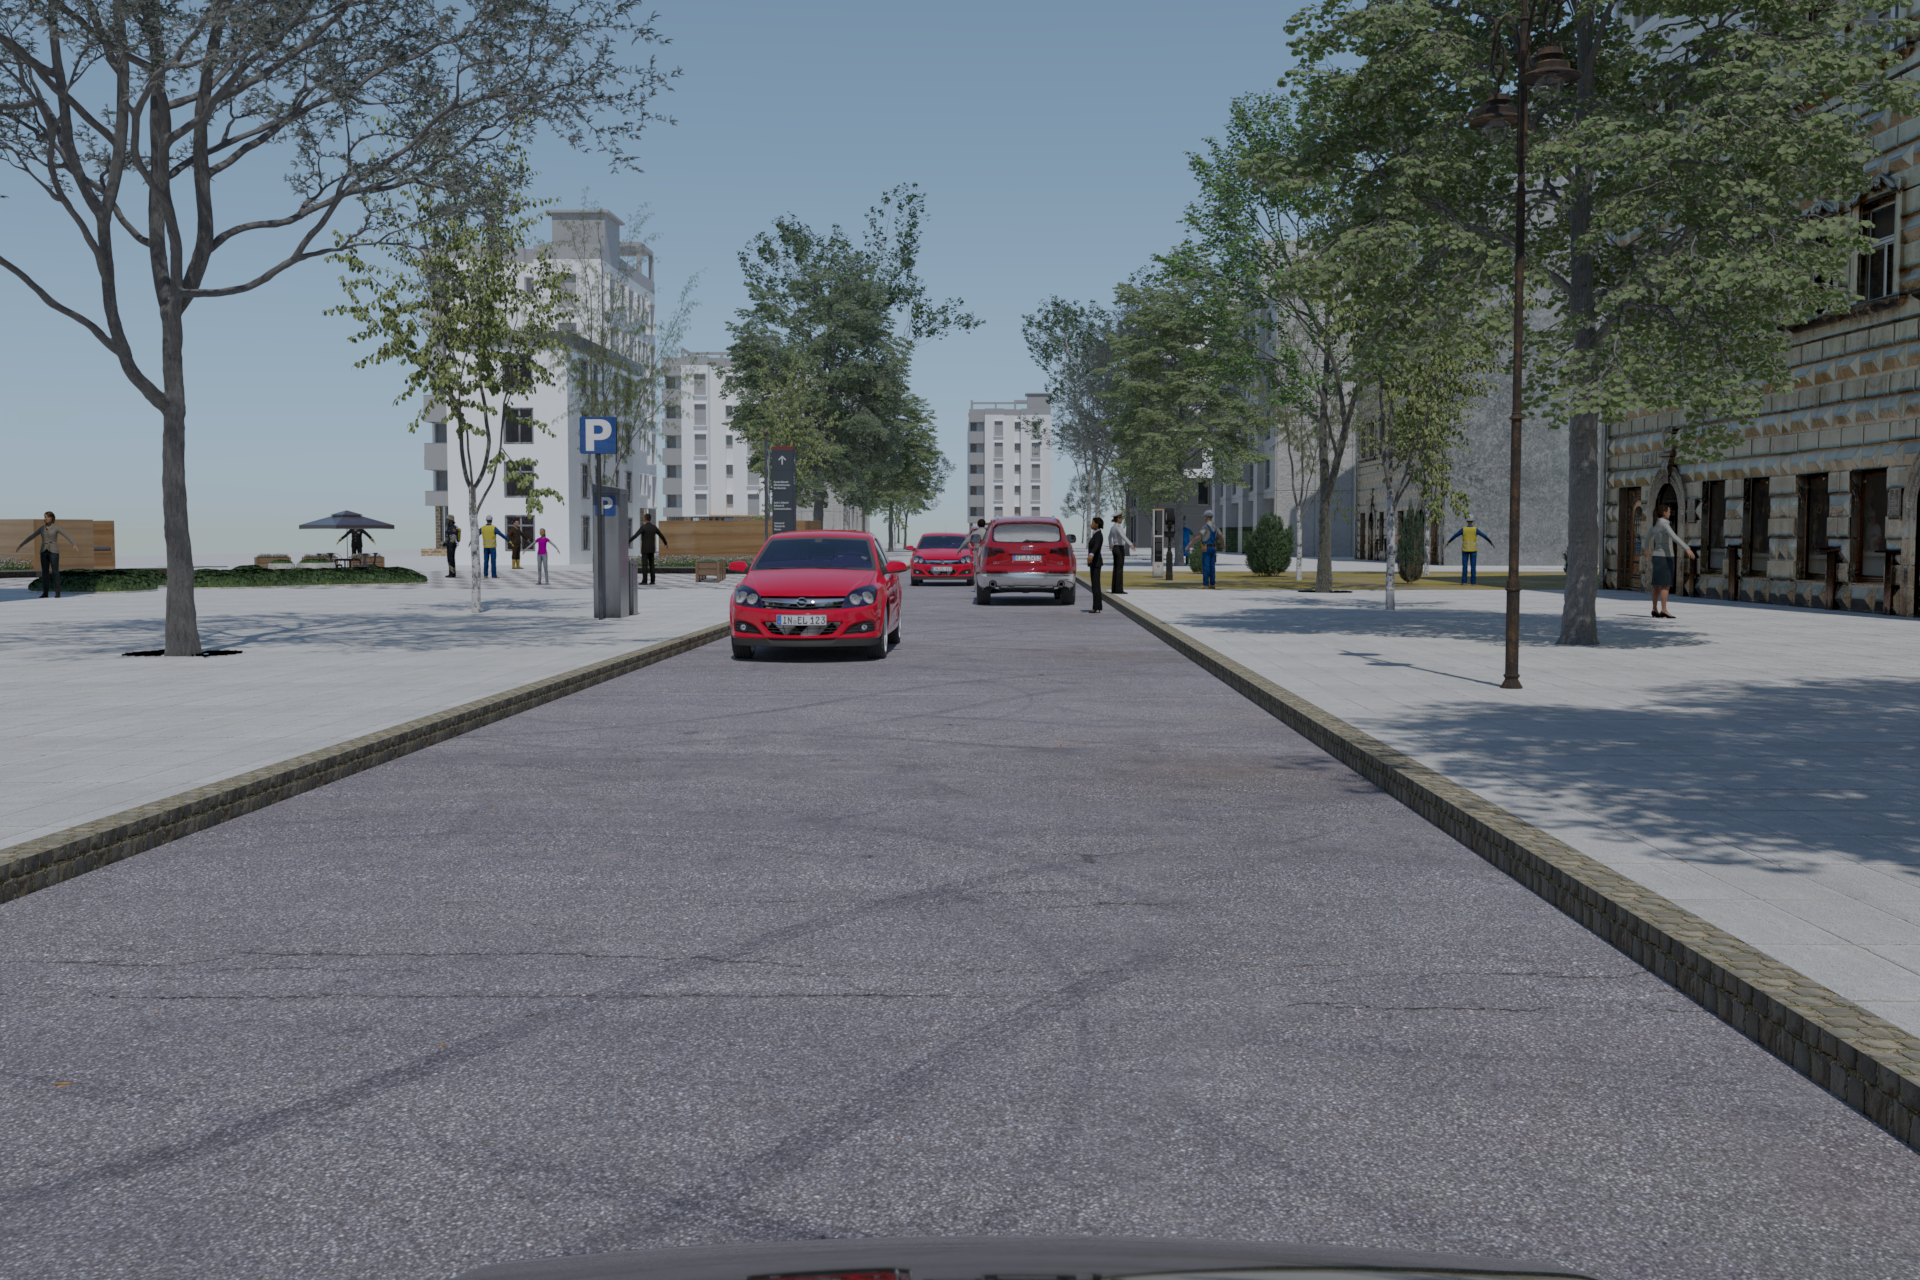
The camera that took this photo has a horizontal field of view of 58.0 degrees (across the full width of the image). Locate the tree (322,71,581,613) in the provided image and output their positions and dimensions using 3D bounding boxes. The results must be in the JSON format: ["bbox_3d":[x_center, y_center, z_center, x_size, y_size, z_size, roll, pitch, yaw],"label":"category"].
[{"bbox_3d":[-7.885,-4.731,27.721,4.737,8.622,4.395,0,3,0],"label":"tree"}]

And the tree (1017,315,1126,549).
[{"bbox_3d":[11.170,-17.714,145.519,12.611,20.169,13.585,0,3,0],"label":"tree"}]

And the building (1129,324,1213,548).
[{"bbox_3d":[30.695,-20.183,173.967,27.936,21.610,32.646,0,4,2],"label":"building"}]

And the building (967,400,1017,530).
[{"bbox_3d":[1.348,-23.056,235.842,11.380,20.090,16.016,0,4,-1],"label":"building"}]

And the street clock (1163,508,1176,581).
[{"bbox_3d":[5.785,-2.646,47.831,0.358,2.002,0.471,0,4,2],"label":"street clock"}]

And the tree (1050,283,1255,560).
[{"bbox_3d":[9.477,-10.659,84.646,12.009,13.543,11.850,0,3,0],"label":"tree"}]

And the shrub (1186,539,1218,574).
[{"bbox_3d":[7.767,-2.716,55.527,1.383,1.207,1.383,0,3,0],"label":"shrub"}]

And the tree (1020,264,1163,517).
[{"bbox_3d":[10.909,-16.249,121.559,12.611,20.169,13.585,0,3,0],"label":"tree"}]

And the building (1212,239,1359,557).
[{"bbox_3d":[26.599,-15.046,112.454,16.747,18.905,31.486,0,4,2],"label":"building"}]

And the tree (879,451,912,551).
[{"bbox_3d":[-5.147,-11.174,133.059,4.737,8.622,4.395,0,3,0],"label":"tree"}]

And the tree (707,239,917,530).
[{"bbox_3d":[-6.355,-10.405,76.773,9.857,13.997,8.962,0,3,0],"label":"tree"}]

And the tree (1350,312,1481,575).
[{"bbox_3d":[14.304,-6.313,53.586,4.737,8.622,4.395,0,3,0],"label":"tree"}]

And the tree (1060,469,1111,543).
[{"bbox_3d":[17.084,-18.479,236.547,7.601,10.594,8.767,0,4,6],"label":"tree"}]

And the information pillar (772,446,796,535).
[{"bbox_3d":[-5.219,-3.796,51.438,0.750,3.857,0.750,0,4,2],"label":"information pillar"}]

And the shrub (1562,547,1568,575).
[{"bbox_3d":[17.889,-2.381,50.051,1.383,1.207,1.383,0,3,0],"label":"shrub"}]

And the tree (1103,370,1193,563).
[{"bbox_3d":[8.480,-7.662,75.633,4.360,8.622,3.978,0,3,0],"label":"tree"}]

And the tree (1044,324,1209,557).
[{"bbox_3d":[9.666,-11.533,98.934,12.009,13.543,11.850,0,3,0],"label":"tree"}]

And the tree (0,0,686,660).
[{"bbox_3d":[-8.297,-6.569,17.775,12.009,13.543,11.850,0,3,0],"label":"tree"}]

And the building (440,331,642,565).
[{"bbox_3d":[-20.258,-8.783,85.748,9.099,9.664,28.070,0,4,2],"label":"building"}]

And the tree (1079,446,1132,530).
[{"bbox_3d":[10.140,-9.678,108.592,4.360,8.622,3.978,0,3,0],"label":"tree"}]

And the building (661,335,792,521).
[{"bbox_3d":[-22.301,-18.908,165.560,16.016,20.090,11.380,0,4,2],"label":"building"}]

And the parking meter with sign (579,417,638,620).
[{"bbox_3d":[-5.351,-1.859,26.649,0.543,3.016,1.738,0,4,2],"label":"parking meter with sign"}]

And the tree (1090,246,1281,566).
[{"bbox_3d":[8.874,-9.181,68.233,7.486,12.596,7.792,0,3,0],"label":"tree"}]

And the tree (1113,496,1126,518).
[{"bbox_3d":[23.072,-17.547,237.262,4.737,8.622,4.395,0,3,0],"label":"tree"}]

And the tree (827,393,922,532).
[{"bbox_3d":[-5.955,-10.801,111.009,8.767,10.594,7.601,2,4,34],"label":"tree"}]

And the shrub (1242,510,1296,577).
[{"bbox_3d":[9.300,-2.915,52.082,1.690,2.028,1.600,0,3,0],"label":"shrub"}]

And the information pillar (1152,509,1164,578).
[{"bbox_3d":[5.821,-2.838,50.901,0.304,2.012,0.304,0,4,1],"label":"information pillar"}]

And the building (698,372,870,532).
[{"bbox_3d":[-20.049,-20.682,204.613,16.747,18.905,31.486,0,4,1],"label":"building"}]

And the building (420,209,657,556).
[{"bbox_3d":[-25.397,-15.049,102.469,16.016,20.090,11.380,0,4,1],"label":"building"}]

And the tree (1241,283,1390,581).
[{"bbox_3d":[9.277,-5.953,47.689,4.360,8.622,3.978,0,3,0],"label":"tree"}]

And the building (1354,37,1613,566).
[{"bbox_3d":[29.011,-15.114,78.047,19.493,23.208,18.063,0,4,2],"label":"building"}]

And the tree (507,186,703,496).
[{"bbox_3d":[-8.106,-5.338,37.633,4.360,8.622,3.978,0,3,0],"label":"tree"}]

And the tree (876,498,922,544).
[{"bbox_3d":[-8.491,-18.927,235.217,9.928,11.665,9.643,0,3,0],"label":"tree"}]

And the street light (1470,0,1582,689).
[{"bbox_3d":[4.589,-2.535,14.236,0.468,5.910,1.993,0,4,2],"label":"street light"}]

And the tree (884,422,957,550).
[{"bbox_3d":[-4.512,-12.610,140.589,8.767,10.594,7.601,0,4,-2],"label":"tree"}]

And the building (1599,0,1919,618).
[{"bbox_3d":[23.923,-12.193,30.293,19.493,23.208,18.063,0,4,1],"label":"building"}]
